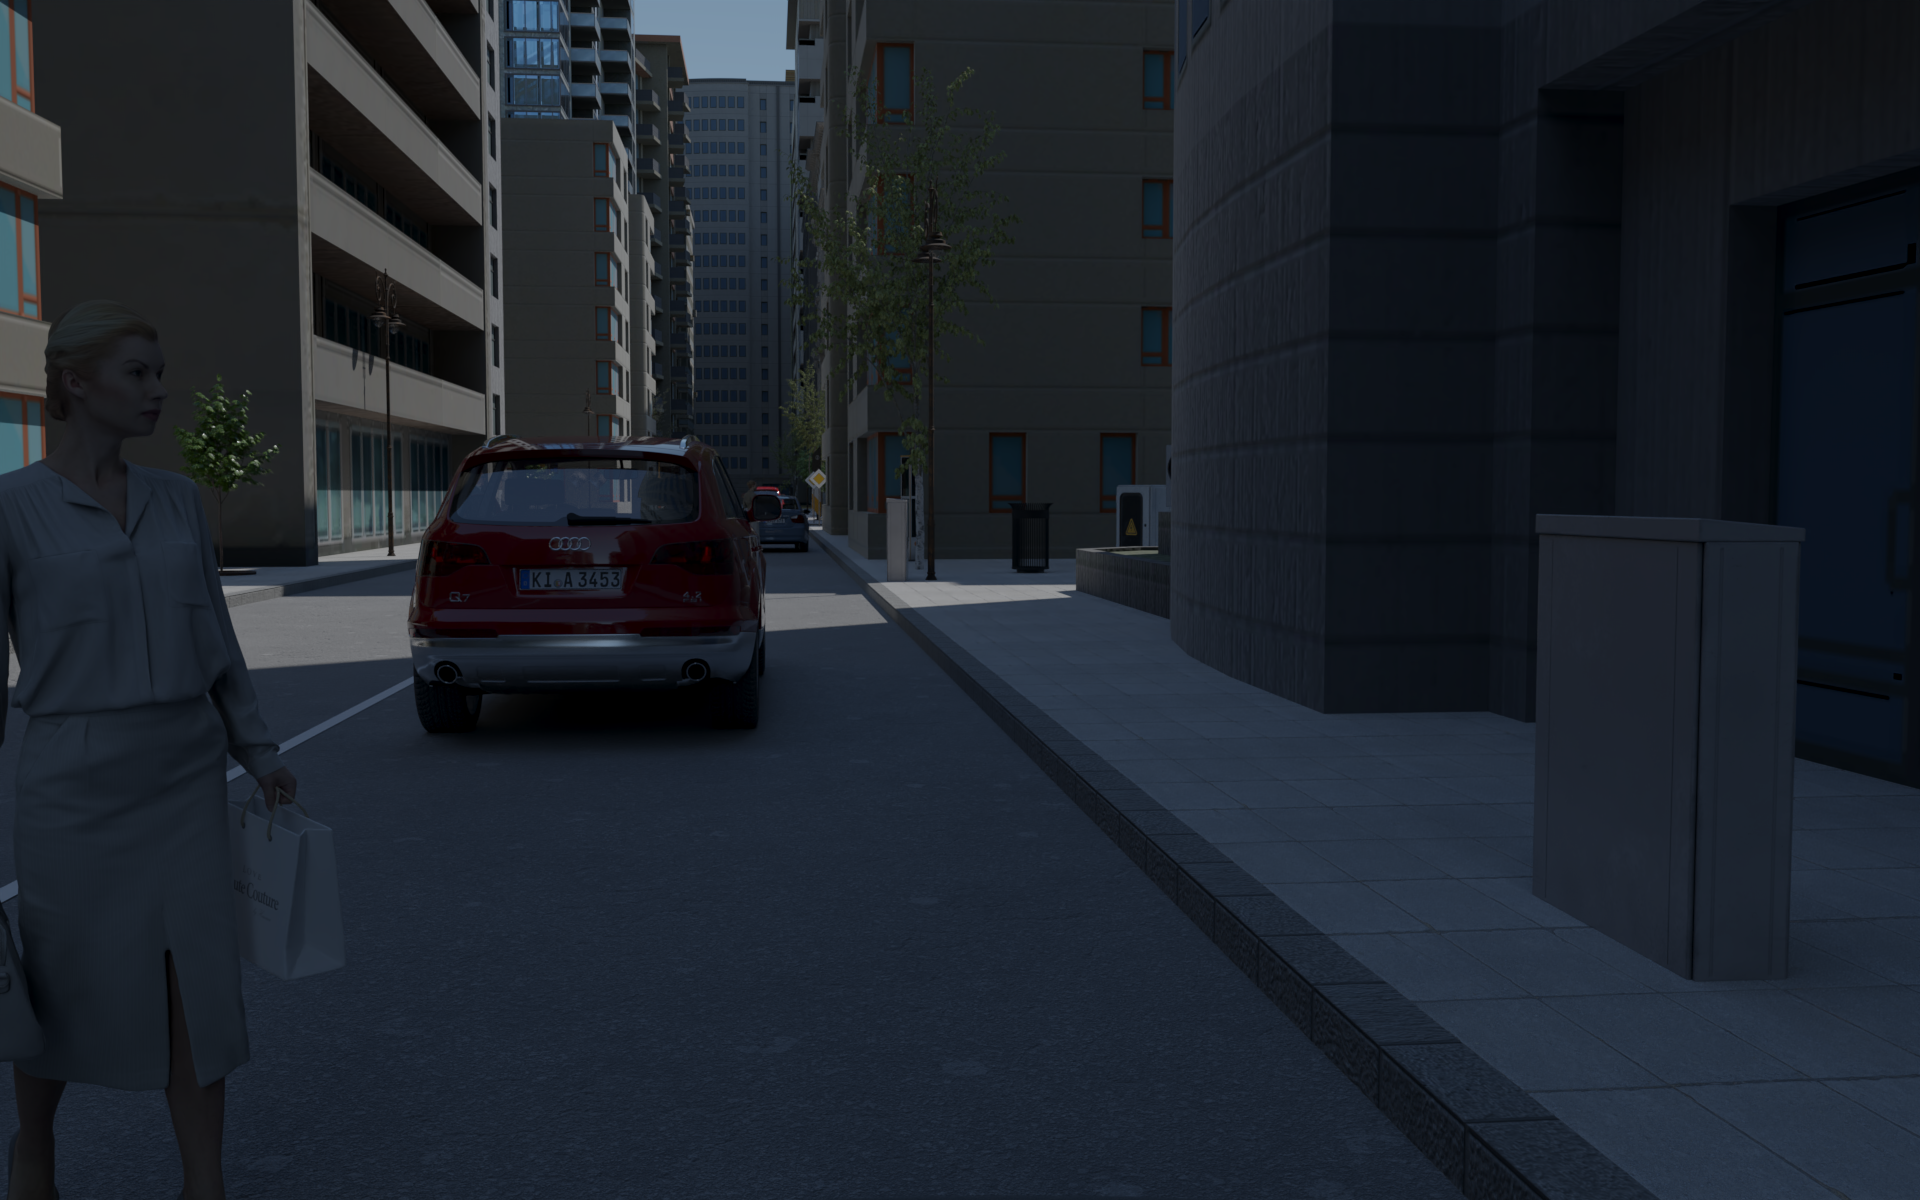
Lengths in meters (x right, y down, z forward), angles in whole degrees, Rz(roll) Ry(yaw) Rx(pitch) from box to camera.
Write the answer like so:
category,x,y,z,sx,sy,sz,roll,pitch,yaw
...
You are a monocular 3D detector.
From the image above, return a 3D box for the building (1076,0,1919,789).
category,x,y,z,sx,sy,sz,roll,pitch,yaw
building,12.328,-28.713,11.449,21.231,58.520,28.212,0,4,-6

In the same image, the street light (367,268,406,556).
category,x,y,z,sx,sy,sz,roll,pitch,yaw
street light,-11.753,-3.843,35.614,0.468,5.910,1.993,0,4,-6

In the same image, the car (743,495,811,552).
category,x,y,z,sx,sy,sz,roll,pitch,yaw
car,-4.777,-1.957,44.004,2.014,1.417,4.499,0,4,-8

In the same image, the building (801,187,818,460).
category,x,y,z,sx,sy,sz,roll,pitch,yaw
building,-5.404,-21.194,140.036,14.314,27.812,24.014,0,4,-6

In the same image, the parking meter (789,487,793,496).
category,x,y,z,sx,sy,sz,roll,pitch,yaw
parking meter,-14.251,-8.595,146.235,0.255,1.863,0.399,-1,4,-12

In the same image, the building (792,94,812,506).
category,x,y,z,sx,sy,sz,roll,pitch,yaw
building,-8.718,-35.404,202.552,21.300,48.544,21.600,0,4,-6

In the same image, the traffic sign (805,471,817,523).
category,x,y,z,sx,sy,sz,roll,pitch,yaw
traffic sign,-6.453,-4.453,76.445,0.795,2.450,0.064,0,4,-6

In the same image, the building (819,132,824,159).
category,x,y,z,sx,sy,sz,roll,pitch,yaw
building,4.094,-15.081,82.728,21.152,22.565,11.583,0,4,-6

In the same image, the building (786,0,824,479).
category,x,y,z,sx,sy,sz,roll,pitch,yaw
building,-3.209,-36.023,178.217,28.713,52.752,27.495,0,4,-6

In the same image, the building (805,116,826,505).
category,x,y,z,sx,sy,sz,roll,pitch,yaw
building,-3.052,-20.122,116.388,14.401,28.519,23.554,0,4,-6

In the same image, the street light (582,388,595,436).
category,x,y,z,sx,sy,sz,roll,pitch,yaw
street light,-16.182,-6.286,75.564,0.468,5.910,1.993,0,4,-6

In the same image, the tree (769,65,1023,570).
category,x,y,z,sx,sy,sz,roll,pitch,yaw
tree,-0.908,-4.817,29.112,4.737,8.622,4.395,0,3,0

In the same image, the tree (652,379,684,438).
category,x,y,z,sx,sy,sz,roll,pitch,yaw
tree,-20.325,-9.873,111.780,4.360,8.622,3.978,0,3,0

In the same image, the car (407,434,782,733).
category,x,y,z,sx,sy,sz,roll,pitch,yaw
car,-2.383,-0.204,12.016,2.281,1.827,5.304,0,4,-6

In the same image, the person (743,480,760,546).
category,x,y,z,sx,sy,sz,roll,pitch,yaw
person,-4.842,-1.934,40.668,0.362,1.759,0.519,-3,5,-41

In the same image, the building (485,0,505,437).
category,x,y,z,sx,sy,sz,roll,pitch,yaw
building,-23.605,-17.635,60.028,14.107,30.474,14.160,0,4,-6

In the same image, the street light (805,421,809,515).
category,x,y,z,sx,sy,sz,roll,pitch,yaw
street light,-9.489,-8.247,107.623,0.468,5.910,1.993,0,4,-6

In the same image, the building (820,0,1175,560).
category,x,y,z,sx,sy,sz,roll,pitch,yaw
building,10.354,-12.479,49.070,27.650,21.520,28.899,0,4,-6

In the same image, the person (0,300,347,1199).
category,x,y,z,sx,sy,sz,roll,pitch,yaw
person,-1.562,0.343,3.240,0.694,1.780,0.624,-3,4,-38

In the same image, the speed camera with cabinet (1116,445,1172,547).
category,x,y,z,sx,sy,sz,roll,pitch,yaw
speed camera with cabinet,3.653,-2.247,31.071,0.660,3.252,2.038,-2,4,-34

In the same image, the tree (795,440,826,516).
category,x,y,z,sx,sy,sz,roll,pitch,yaw
tree,-7.961,-7.178,101.067,4.285,4.588,4.351,0,3,0

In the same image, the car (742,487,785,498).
category,x,y,z,sx,sy,sz,roll,pitch,yaw
car,-10.258,-5.007,90.538,2.281,1.827,5.304,0,4,-8

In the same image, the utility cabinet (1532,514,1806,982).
category,x,y,z,sx,sy,sz,roll,pitch,yaw
utility cabinet,2.022,0.375,5.037,0.306,1.237,1.020,0,4,-5

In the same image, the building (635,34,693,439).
category,x,y,z,sx,sy,sz,roll,pitch,yaw
building,-36.686,-31.071,162.633,22.147,44.769,28.867,0,4,-6

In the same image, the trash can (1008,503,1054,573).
category,x,y,z,sx,sy,sz,roll,pitch,yaw
trash can,1.148,-1.013,28.213,0.748,1.137,0.748,0,3,0

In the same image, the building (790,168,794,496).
category,x,y,z,sx,sy,sz,roll,pitch,yaw
building,-14.442,-32.813,220.090,14.154,41.232,14.086,0,4,-6

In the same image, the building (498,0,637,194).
category,x,y,z,sx,sy,sz,roll,pitch,yaw
building,-34.521,-49.927,128.983,22.319,86.520,31.000,0,4,-6

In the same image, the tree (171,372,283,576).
category,x,y,z,sx,sy,sz,roll,pitch,yaw
tree,-11.622,-2.012,27.506,1.663,3.219,1.824,0,3,0

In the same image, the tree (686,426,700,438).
category,x,y,z,sx,sy,sz,roll,pitch,yaw
tree,-29.398,-14.338,184.791,4.360,8.622,3.978,0,3,0

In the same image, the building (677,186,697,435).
category,x,y,z,sx,sy,sz,roll,pitch,yaw
building,-44.003,-31.583,208.271,23.993,40.220,32.217,0,4,-6

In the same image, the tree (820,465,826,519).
category,x,y,z,sx,sy,sz,roll,pitch,yaw
tree,-6.724,-5.833,89.967,1.663,3.219,1.824,0,3,0

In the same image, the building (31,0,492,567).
category,x,y,z,sx,sy,sz,roll,pitch,yaw
building,-23.255,-25.355,38.264,21.300,48.544,21.600,0,4,-6

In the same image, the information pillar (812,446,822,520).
category,x,y,z,sx,sy,sz,roll,pitch,yaw
information pillar,-7.006,-5.712,84.746,0.504,3.616,0.183,2,4,29

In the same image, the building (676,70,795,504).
category,x,y,z,sx,sy,sz,roll,pitch,yaw
building,-31.468,-42.875,243.007,28.212,58.520,21.231,0,4,-6

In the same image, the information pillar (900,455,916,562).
category,x,y,z,sx,sy,sz,roll,pitch,yaw
information pillar,-0.924,-1.745,33.028,0.304,2.012,0.304,-3,5,-39

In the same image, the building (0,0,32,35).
category,x,y,z,sx,sy,sz,roll,pitch,yaw
building,-23.487,-9.825,5.674,27.650,21.520,28.899,0,4,-6

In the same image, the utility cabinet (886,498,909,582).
category,x,y,z,sx,sy,sz,roll,pitch,yaw
utility cabinet,-0.921,-0.897,25.834,0.306,1.237,1.020,0,4,0

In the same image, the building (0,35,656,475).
category,x,y,z,sx,sy,sz,roll,pitch,yaw
building,-31.350,-15.178,93.207,27.650,21.520,28.899,0,4,-6

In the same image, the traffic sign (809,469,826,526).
category,x,y,z,sx,sy,sz,roll,pitch,yaw
traffic sign,-5.574,-3.967,68.508,0.795,2.450,0.064,0,4,-6

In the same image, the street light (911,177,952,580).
category,x,y,z,sx,sy,sz,roll,pitch,yaw
street light,-0.429,-3.234,25.664,0.468,5.910,1.993,0,4,-6

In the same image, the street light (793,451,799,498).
category,x,y,z,sx,sy,sz,roll,pitch,yaw
street light,-14.230,-10.864,150.411,0.468,5.910,1.993,0,4,-6
